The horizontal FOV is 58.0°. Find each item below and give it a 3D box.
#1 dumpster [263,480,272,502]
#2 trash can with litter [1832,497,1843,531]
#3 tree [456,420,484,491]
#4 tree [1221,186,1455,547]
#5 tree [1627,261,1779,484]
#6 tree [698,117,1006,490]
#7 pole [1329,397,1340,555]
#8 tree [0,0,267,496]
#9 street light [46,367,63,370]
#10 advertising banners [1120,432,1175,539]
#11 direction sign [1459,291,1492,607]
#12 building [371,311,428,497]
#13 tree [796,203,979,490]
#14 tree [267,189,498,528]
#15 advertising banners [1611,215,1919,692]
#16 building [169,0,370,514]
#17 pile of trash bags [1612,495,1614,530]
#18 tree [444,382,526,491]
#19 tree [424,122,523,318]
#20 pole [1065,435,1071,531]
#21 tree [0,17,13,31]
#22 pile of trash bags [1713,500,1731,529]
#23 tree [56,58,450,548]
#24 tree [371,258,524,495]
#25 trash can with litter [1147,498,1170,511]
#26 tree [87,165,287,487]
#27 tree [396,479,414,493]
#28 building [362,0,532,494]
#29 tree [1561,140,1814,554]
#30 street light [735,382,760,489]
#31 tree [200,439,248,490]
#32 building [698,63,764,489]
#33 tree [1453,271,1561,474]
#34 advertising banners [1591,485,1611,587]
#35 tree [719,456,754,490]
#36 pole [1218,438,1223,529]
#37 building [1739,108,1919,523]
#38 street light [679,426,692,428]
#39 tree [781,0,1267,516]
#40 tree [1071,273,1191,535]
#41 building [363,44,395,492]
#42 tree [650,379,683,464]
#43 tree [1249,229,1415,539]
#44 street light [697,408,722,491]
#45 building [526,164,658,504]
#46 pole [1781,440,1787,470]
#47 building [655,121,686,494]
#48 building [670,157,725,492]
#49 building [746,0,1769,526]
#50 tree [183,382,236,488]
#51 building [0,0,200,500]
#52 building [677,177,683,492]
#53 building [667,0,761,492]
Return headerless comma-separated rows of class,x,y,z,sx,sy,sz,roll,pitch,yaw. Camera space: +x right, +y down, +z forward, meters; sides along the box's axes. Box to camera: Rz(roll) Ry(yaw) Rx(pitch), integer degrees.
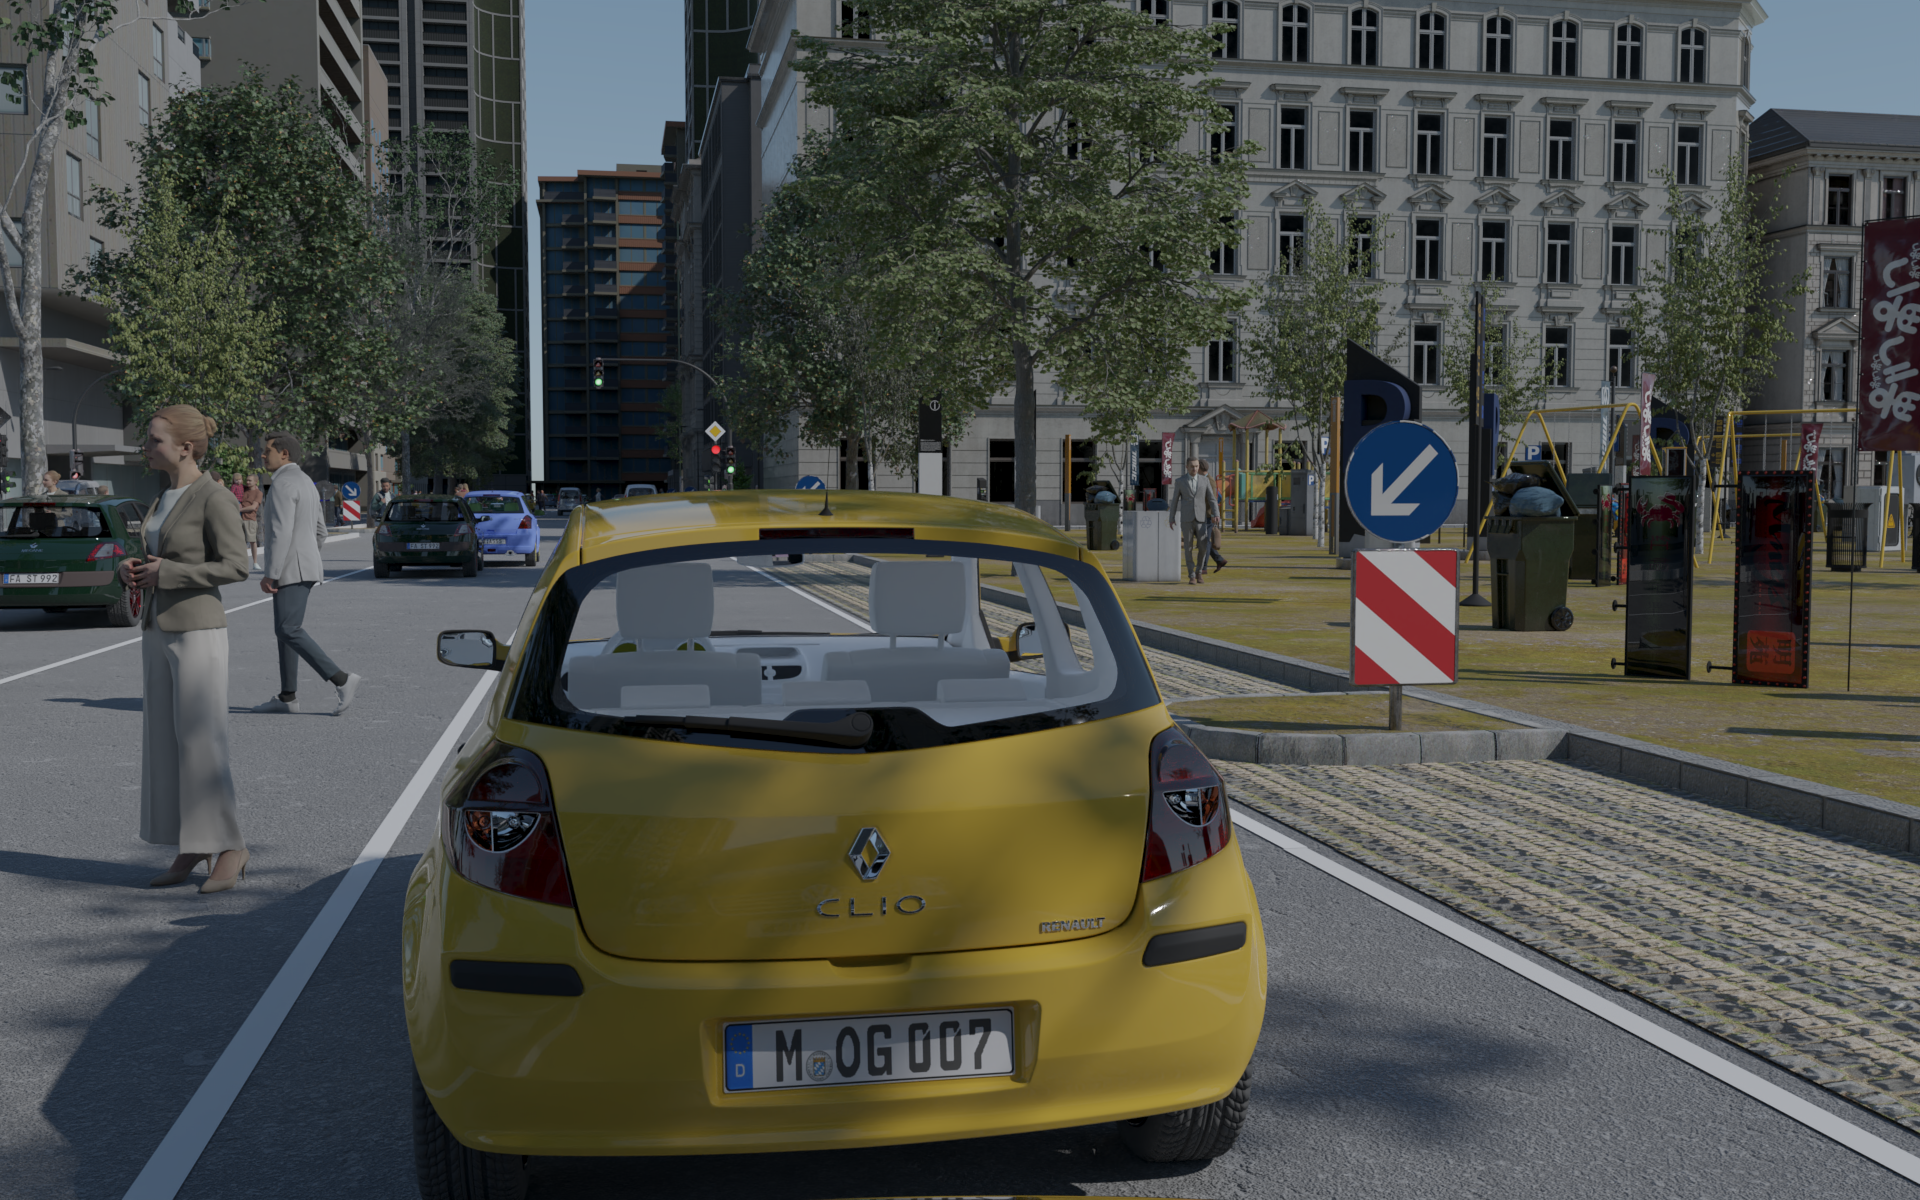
dumpster,-39.316,-5.809,99.931,1.985,2.255,1.502,-1,4,-13
trash can with litter,30.687,-2.969,59.933,0.624,1.170,1.055,-1,4,-21
tree,-32.617,-9.775,112.637,4.737,8.622,4.395,0,3,0
tree,8.630,-5.595,41.843,4.737,8.622,4.395,0,3,0
tree,23.104,-6.374,54.579,4.360,8.622,3.978,0,3,0
tree,-3.249,-8.278,52.350,9.611,12.733,9.660,0,3,0
pole,7.916,-2.615,36.596,0.158,3.312,0.155,0,3,0
tree,-16.776,-10.432,28.908,12.611,20.169,13.585,0,3,0
street light,-33.444,-5.549,63.260,1.470,5.913,1.316,-1,4,-11
advertising banners,5.282,-3.199,48.489,2.074,3.025,0.090,-3,4,-38
direction sign,5.919,-1.700,19.790,0.379,3.537,0.876,1,4,22
building,-76.161,-21.332,193.813,28.899,21.520,27.650,-1,4,-11
tree,-1.950,-5.603,41.964,4.360,8.622,3.978,0,3,0
tree,-23.752,-9.580,69.453,12.009,13.543,11.850,0,3,0
advertising banners,5.395,-0.937,11.512,2.074,3.025,0.090,3,5,44
building,-52.329,-30.093,115.717,21.300,48.544,21.600,-1,4,-11
pile of trash bags,23.869,-3.298,63.681,1.912,1.369,3.447,1,4,22
tree,-33.683,-12.113,118.627,7.486,12.596,7.792,0,3,0
tree,-27.462,-13.663,81.737,12.611,20.169,13.585,0,3,0
pole,3.697,-4.007,59.364,0.158,3.312,0.155,0,3,0
tree,-11.594,-6.287,11.911,9.857,13.997,8.962,0,3,0
pile of trash bags,28.132,-3.344,64.426,3.447,1.369,1.912,3,5,41
tree,-18.656,-7.715,45.607,9.611,12.733,9.660,0,3,0
tree,-28.453,-11.302,93.899,9.857,13.997,8.962,0,3,0
trash can with litter,5.010,-1.958,43.398,0.624,1.170,1.055,0,4,2
tree,-16.861,-5.221,38.178,4.737,8.622,4.395,0,3,0
tree,-58.465,-11.455,181.886,1.663,3.219,1.824,0,3,0
building,-67.435,-48.208,226.455,20.611,71.187,20.563,-1,4,-11
tree,15.999,-5.309,37.167,4.737,8.622,4.395,0,3,0
street light,-8.812,-6.027,71.086,1.470,5.913,1.316,-1,4,-11
tree,-43.011,-7.208,101.565,4.285,4.588,4.351,0,3,0
building,-8.317,-19.185,107.188,14.314,27.812,24.014,-1,4,-11
tree,17.358,-6.525,57.042,4.737,8.622,4.395,0,3,0
advertising banners,9.391,-1.727,24.431,0.090,3.025,2.074,3,5,42
tree,-11.189,-5.743,88.507,1.663,3.219,1.824,0,3,0
pole,9.442,-4.214,62.739,0.158,3.312,0.155,0,3,0
building,44.890,-13.304,82.153,19.286,19.102,10.561,-1,4,-11
street light,-18.347,-8.879,117.705,1.470,5.913,1.316,-1,4,-11
tree,0.641,-6.654,26.916,7.486,12.596,7.792,0,3,0
tree,5.144,-6.383,54.718,4.737,8.622,4.395,0,3,0
building,-63.563,-31.736,168.992,14.600,45.320,14.200,-1,4,-11
tree,-22.365,-13.518,146.770,9.928,11.665,9.643,0,3,0
tree,10.289,-6.017,48.742,4.360,8.622,3.978,0,3,0
street light,-13.552,-7.432,94.052,1.470,5.913,1.316,-1,4,-11
building,-43.293,-35.355,232.679,28.867,44.769,22.147,-1,4,-11
pole,31.034,-4.371,65.307,0.158,3.312,0.155,0,3,0
building,-23.564,-33.533,202.892,22.147,44.769,28.867,-1,4,-11
building,-14.290,-20.966,130.180,14.401,28.519,23.554,-1,4,-11
building,13.144,-18.497,78.838,44.131,29.872,17.030,-1,4,-11
tree,-40.330,-8.669,92.095,4.360,8.622,3.978,0,3,0
building,-48.074,-29.473,71.116,28.713,52.752,27.495,-1,4,-11
building,-19.228,-23.831,161.332,14.160,30.474,14.107,-1,4,-11
building,-19.598,-45.226,177.693,20.563,71.187,20.611,-1,4,-11
